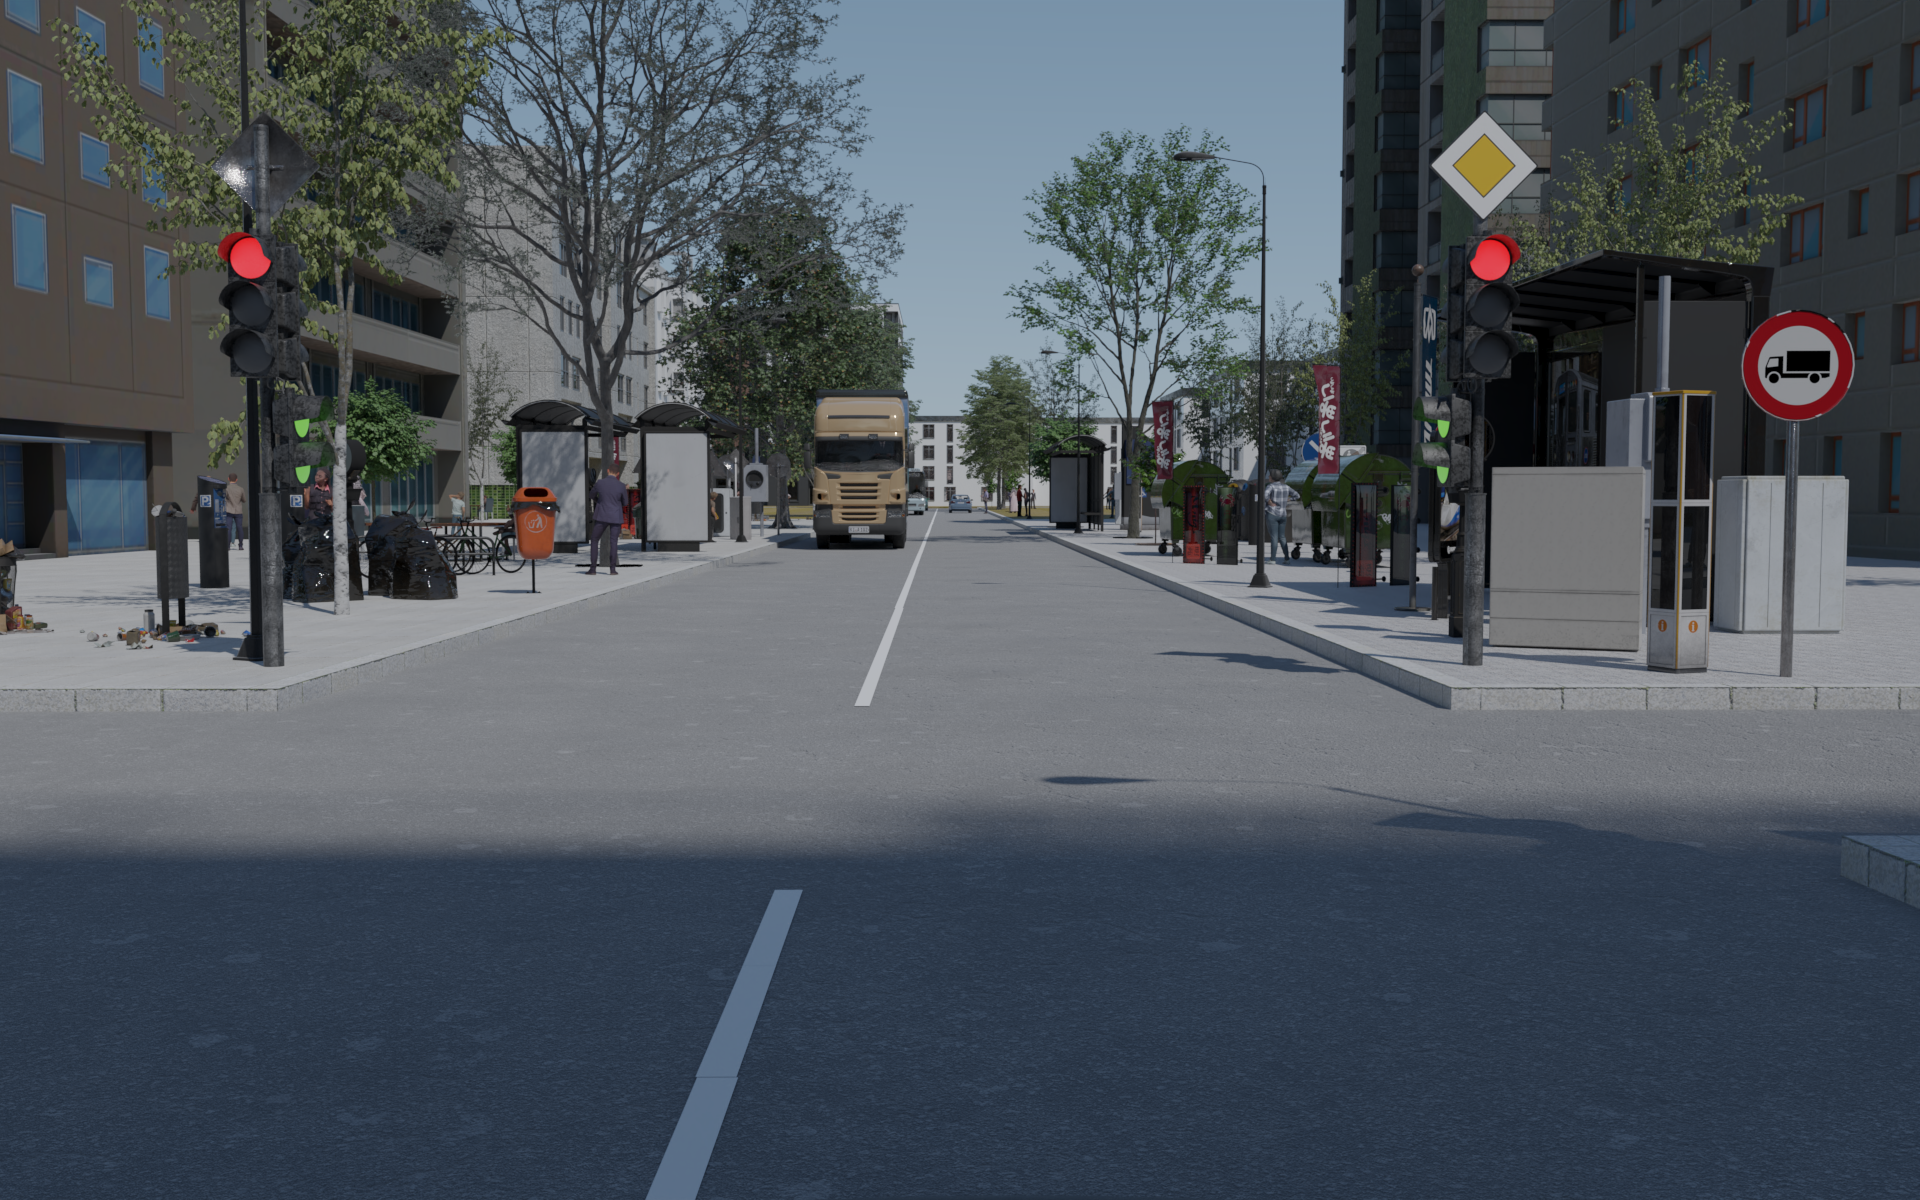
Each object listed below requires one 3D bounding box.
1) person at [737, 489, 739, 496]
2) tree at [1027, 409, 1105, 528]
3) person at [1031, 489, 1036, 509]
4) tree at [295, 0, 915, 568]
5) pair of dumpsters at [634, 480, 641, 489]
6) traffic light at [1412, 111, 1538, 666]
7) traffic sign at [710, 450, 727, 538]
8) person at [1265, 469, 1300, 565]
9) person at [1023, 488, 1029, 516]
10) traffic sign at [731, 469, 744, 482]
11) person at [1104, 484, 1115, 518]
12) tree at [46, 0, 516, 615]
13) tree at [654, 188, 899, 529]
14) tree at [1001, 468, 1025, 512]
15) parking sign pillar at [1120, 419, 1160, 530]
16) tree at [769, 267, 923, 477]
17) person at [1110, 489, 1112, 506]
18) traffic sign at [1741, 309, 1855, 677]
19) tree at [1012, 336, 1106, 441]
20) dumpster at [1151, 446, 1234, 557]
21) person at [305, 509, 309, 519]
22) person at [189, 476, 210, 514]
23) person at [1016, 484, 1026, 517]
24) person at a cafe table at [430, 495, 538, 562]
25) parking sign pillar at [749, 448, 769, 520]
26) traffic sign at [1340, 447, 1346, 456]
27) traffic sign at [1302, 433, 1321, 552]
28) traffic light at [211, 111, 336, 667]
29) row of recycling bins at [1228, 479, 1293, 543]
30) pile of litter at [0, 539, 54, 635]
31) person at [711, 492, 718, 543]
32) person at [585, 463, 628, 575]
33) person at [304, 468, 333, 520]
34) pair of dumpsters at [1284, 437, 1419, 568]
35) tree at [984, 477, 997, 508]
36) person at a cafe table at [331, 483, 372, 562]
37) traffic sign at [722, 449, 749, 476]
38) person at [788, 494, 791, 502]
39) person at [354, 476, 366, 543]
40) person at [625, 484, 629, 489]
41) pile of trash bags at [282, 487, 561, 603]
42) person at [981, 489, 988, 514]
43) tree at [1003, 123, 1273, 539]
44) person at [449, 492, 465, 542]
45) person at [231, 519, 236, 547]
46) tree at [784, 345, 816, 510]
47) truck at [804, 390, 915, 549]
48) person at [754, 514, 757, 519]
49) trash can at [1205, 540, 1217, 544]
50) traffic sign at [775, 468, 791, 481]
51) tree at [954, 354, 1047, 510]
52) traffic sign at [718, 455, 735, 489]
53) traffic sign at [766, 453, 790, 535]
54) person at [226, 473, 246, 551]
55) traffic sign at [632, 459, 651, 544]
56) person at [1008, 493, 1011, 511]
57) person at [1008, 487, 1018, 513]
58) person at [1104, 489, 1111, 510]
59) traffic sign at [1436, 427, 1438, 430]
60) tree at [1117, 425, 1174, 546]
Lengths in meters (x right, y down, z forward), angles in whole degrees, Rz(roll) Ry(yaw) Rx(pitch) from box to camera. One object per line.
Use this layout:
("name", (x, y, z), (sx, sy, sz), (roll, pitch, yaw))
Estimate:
("person", (-18.239, -8.385, 143.839), (0.721, 1.736, 1.217), (2, 4, 31))
("tree", (4.055, -5.075, 66.691), (4.285, 4.588, 4.351), (0, 3, 0))
("person", (6.212, -8.672, 148.629), (0.445, 1.727, 0.742), (3, 5, 42))
("tree", (-6.190, -7.315, 29.973), (12.009, 13.543, 11.850), (0, 3, 0))
("pair of dumpsters", (-9.366, -3.236, 55.396), (1.574, 2.255, 4.437), (0, 4, -1))
("traffic light", (3.828, -1.466, 12.883), (0.839, 4.253, 0.868), (0, 4, -1))
("traffic sign", (-7.278, -3.110, 50.845), (0.884, 2.594, 0.081), (1, 4, 8))
("person", (5.777, -1.514, 31.523), (0.841, 1.734, 0.376), (-2, 4, -28))
("person", (3.736, -5.607, 99.182), (0.415, 1.643, 0.593), (-1, 4, -13))
("traffic sign", (-9.318, -4.489, 73.403), (0.884, 2.594, 0.081), (0, 4, 6))
("person", (8.271, -5.317, 93.063), (1.350, 1.814, 0.705), (-2, 4, -24))
("tree", (-6.807, -4.149, 18.191), (4.737, 8.622, 4.395), (0, 3, 0))
("tree", (-6.727, -9.009, 64.306), (9.611, 12.733, 9.660), (0, 3, 0))
("tree", (3.935, -8.015, 125.644), (1.663, 3.219, 1.824), (0, 3, 0))
("parking sign pillar", (6.435, -4.486, 61.821), (1.447, 3.967, 1.447), (-1, 4, -11))
("tree", (-6.974, -11.612, 96.517), (9.857, 13.997, 8.962), (0, 3, 0))
("person", (12.839, -8.614, 147.711), (1.217, 1.723, 0.721), (2, 4, 32))
("traffic sign", (5.797, -0.732, 12.078), (0.768, 2.556, 0.104), (0, 4, 2))
("tree", (4.644, -8.016, 81.427), (4.360, 8.622, 3.978), (0, 3, 0))
("dumpster", (4.843, -2.059, 36.165), (1.502, 2.255, 1.985), (0, 4, -1))
("person", (-13.203, -1.708, 34.883), (0.530, 1.710, 0.541), (3, 5, 39))
("person", (-19.981, -2.416, 46.093), (0.990, 1.755, 0.434), (0, 4, 3))
("person", (3.379, -5.572, 97.081), (0.705, 1.831, 1.348), (-1, 4, -17))
("person at a cafe table", (-8.929, -1.366, 33.195), (1.726, 1.238, 1.698), (1, 4, 13))
("parking sign pillar", (-10.394, -6.061, 87.572), (1.447, 3.967, 1.447), (0, 4, -2))
("traffic sign", (8.272, -2.114, 36.695), (0.606, 2.300, 0.079), (0, 4, 4))
("traffic sign", (7.514, -2.208, 36.214), (0.768, 2.556, 0.104), (0, 4, 3))
("traffic light", (-5.093, -1.459, 12.781), (0.839, 4.253, 0.868), (0, 4, -1))
("row of recycling bins", (8.160, -2.443, 47.049), (1.069, 1.692, 3.534), (-1, 4, -11))
("pile of litter", (-9.287, -0.141, 16.264), (1.719, 0.858, 1.176), (3, 5, 41))
("person", (-6.576, -2.196, 45.854), (0.435, 1.345, 0.340), (3, 4, 38))
("person", (-5.628, -1.288, 27.554), (0.683, 1.767, 0.568), (-1, 4, -13))
("person", (-9.044, -1.036, 24.448), (0.415, 1.643, 0.593), (1, 4, 13))
("pair of dumpsters", (7.133, -1.795, 31.835), (1.574, 2.255, 4.437), (0, 4, -1))
("tree", (3.027, -10.397, 164.588), (1.663, 3.219, 1.824), (0, 3, 0))
("person at a cafe table", (-11.752, -1.512, 33.242), (1.698, 1.524, 1.622), (-2, 4, -27))
("traffic sign", (-6.506, -3.086, 50.193), (0.795, 2.593, 0.064), (0, 4, 8))
("person", (-14.805, -8.506, 148.311), (0.628, 1.438, 0.799), (-1, 4, -20))
("person", (-14.689, -2.160, 42.033), (0.551, 1.740, 0.621), (-1, 4, -15))
("person", (-16.762, -4.947, 87.061), (0.598, 1.807, 0.434), (-3, 5, -41))
("pile of trash bags", (-6.754, -0.728, 21.662), (3.447, 1.369, 1.912), (-1, 4, -20))
("person", (1.757, -7.229, 126.554), (0.599, 1.838, 0.709), (-1, 4, -13))
("tree", (5.011, -7.566, 49.454), (9.928, 11.665, 9.643), (0, 3, 0))
("person", (-13.603, -2.252, 46.781), (0.435, 1.345, 0.340), (-1, 4, -21))
("person", (-17.810, -1.974, 42.223), (0.435, 1.345, 0.340), (-3, 4, -36))
("tree", (-6.931, -8.001, 81.177), (4.737, 8.622, 4.395), (0, 3, 0))
("truck", (-2.687, -3.665, 48.842), (2.839, 4.237, 11.283), (0, 4, -1))
("person", (-9.805, -4.664, 84.357), (0.516, 1.574, 0.319), (-1, 4, -16))
("trash can", (6.504, -2.001, 44.370), (0.748, 1.137, 0.748), (0, 3, 0))
("traffic sign", (-7.485, -4.468, 73.150), (0.768, 2.556, 0.104), (0, 4, 6))
("tree", (3.577, -13.609, 140.630), (7.486, 12.596, 7.792), (0, 3, 0))
("traffic sign", (-7.497, -3.409, 55.836), (0.768, 2.556, 0.104), (0, 4, 7))
("traffic sign", (-5.651, -3.286, 53.829), (0.768, 2.556, 0.104), (0, 4, 6))
("person", (-16.608, -2.014, 39.507), (0.617, 1.759, 0.750), (-2, 4, -31))
("traffic sign", (-7.941, -2.707, 44.257), (0.884, 2.594, 0.081), (0, 4, 2))
("person", (3.964, -7.783, 134.206), (0.541, 1.710, 0.530), (-1, 4, -12))
("person", (3.620, -6.750, 117.068), (0.621, 1.740, 0.551), (2, 4, 29))
("person", (12.172, -8.256, 141.750), (1.217, 1.735, 0.721), (3, 5, 40))
("traffic sign", (7.633, -1.664, 27.207), (0.884, 2.594, 0.081), (0, 4, 3))
("tree", (4.935, -2.970, 43.155), (1.663, 3.219, 1.824), (0, 3, 0))
